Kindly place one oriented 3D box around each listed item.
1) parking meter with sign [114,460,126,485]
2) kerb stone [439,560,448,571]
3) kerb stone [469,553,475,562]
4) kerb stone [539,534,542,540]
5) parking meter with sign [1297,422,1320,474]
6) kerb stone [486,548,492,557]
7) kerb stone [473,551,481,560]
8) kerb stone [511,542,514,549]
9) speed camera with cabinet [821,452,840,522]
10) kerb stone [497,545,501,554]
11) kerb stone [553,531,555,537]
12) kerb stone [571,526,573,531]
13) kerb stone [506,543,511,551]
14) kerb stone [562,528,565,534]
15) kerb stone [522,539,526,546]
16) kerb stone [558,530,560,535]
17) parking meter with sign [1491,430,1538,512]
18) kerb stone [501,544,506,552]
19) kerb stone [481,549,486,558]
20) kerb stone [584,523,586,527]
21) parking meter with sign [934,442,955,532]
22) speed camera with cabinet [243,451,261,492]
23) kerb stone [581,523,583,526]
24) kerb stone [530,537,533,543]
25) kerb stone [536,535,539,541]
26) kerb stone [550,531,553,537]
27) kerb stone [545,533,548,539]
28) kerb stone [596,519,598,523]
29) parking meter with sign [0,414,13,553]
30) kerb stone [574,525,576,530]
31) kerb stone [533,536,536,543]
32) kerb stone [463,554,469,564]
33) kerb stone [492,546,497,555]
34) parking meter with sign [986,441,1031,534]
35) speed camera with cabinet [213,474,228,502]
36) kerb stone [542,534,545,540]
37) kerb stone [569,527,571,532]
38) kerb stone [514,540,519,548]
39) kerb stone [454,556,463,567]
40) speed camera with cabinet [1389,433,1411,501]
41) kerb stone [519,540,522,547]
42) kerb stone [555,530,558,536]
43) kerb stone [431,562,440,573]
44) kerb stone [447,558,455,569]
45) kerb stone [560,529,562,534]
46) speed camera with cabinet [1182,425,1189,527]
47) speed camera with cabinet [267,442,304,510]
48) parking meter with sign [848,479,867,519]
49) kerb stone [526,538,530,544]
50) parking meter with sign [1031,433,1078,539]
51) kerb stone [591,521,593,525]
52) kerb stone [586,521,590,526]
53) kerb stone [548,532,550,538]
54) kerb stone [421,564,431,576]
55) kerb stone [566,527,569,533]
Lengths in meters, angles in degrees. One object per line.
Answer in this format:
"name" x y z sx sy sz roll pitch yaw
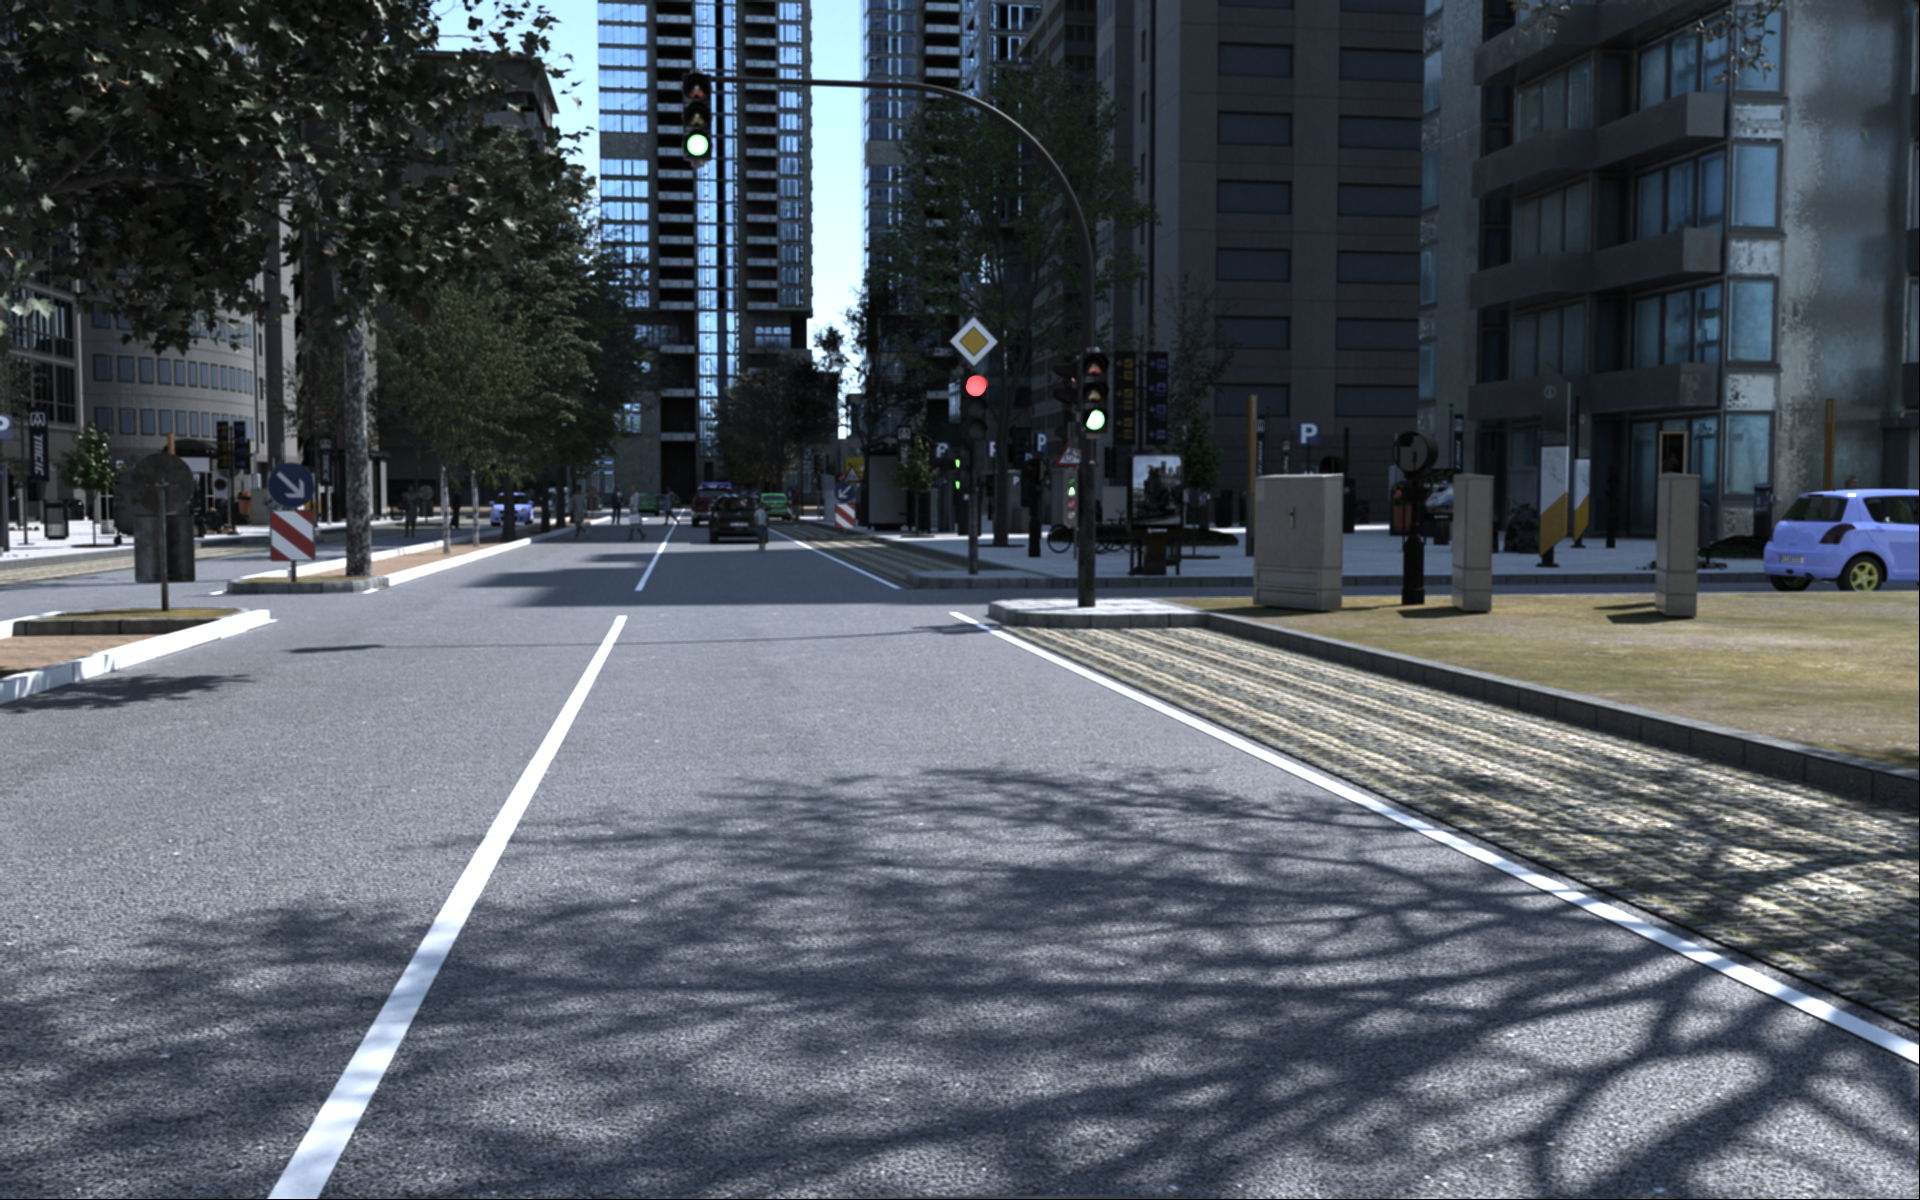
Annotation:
"parking meter with sign" -42.455 -5.623 88.202 0.543 3.016 1.738 -3 5 -44
"kerb stone" -9.756 -0.622 32.370 0.120 0.150 1.000 -1 4 -9
"kerb stone" -10.378 -0.861 36.419 0.120 0.150 1.000 -1 4 -9
"kerb stone" -12.882 -1.856 52.612 0.120 0.150 1.000 -1 4 -9
"parking meter with sign" 8.696 -2.856 42.952 0.543 3.016 1.738 1 4 15
"kerb stone" -10.846 -1.055 39.449 0.120 0.150 1.000 -1 4 -9
"kerb stone" -10.536 -0.932 37.428 0.120 0.150 1.000 -1 4 -9
"kerb stone" -11.632 -1.363 44.513 0.120 0.150 1.000 -1 4 -9
"speed camera with cabinet" -6.017 -5.278 80.635 0.660 3.252 2.038 -1 4 -12
"kerb stone" -11.160 -1.179 41.476 0.120 0.150 1.000 -1 4 -9
"kerb stone" -13.668 -2.171 57.693 0.120 0.150 1.000 -1 4 -9
"kerb stone" -14.915 -2.668 65.811 0.120 0.150 1.000 -1 4 -9
"kerb stone" -11.467 -1.302 43.504 0.120 0.150 1.000 -1 4 -9
"kerb stone" -14.288 -2.413 61.751 0.120 0.150 1.000 -1 4 -9
"kerb stone" -12.097 -1.551 47.548 0.120 0.150 1.000 -1 4 -9
"kerb stone" -13.983 -2.293 59.719 0.120 0.150 1.000 -1 4 -9
"parking meter with sign" 15.358 -3.113 47.151 1.738 3.016 0.543 1 4 17
"kerb stone" -11.318 -1.241 42.493 0.120 0.150 1.000 -1 4 -9
"kerb stone" -10.691 -0.993 38.439 0.120 0.150 1.000 -1 4 -9
"kerb stone" -16.175 -3.164 73.935 0.120 0.150 1.000 -1 4 -9
"parking meter with sign" -0.480 -3.841 59.059 0.543 3.016 1.738 0 4 8
"speed camera with cabinet" -32.298 -5.227 79.796 0.660 3.252 2.038 0 4 3
"kerb stone" -15.861 -3.041 71.912 0.120 0.150 1.000 -1 4 -9
"kerb stone" -12.413 -1.675 49.577 0.120 0.150 1.000 -1 4 -9
"kerb stone" -12.718 -1.798 51.599 0.120 0.150 1.000 -1 4 -9
"kerb stone" -13.518 -2.106 56.677 0.120 0.150 1.000 -1 4 -9
"kerb stone" -13.193 -1.983 54.639 0.120 0.150 1.000 -1 4 -9
"kerb stone" -17.581 -3.723 83.065 0.120 0.150 1.000 -1 4 -9
"parking meter with sign" -21.474 -2.590 38.600 0.543 3.016 1.738 -2 4 -34
"kerb stone" -15.234 -2.791 67.845 0.120 0.150 1.000 -1 4 -9
"kerb stone" -12.575 -1.736 50.587 0.120 0.150 1.000 -1 4 -9
"kerb stone" -10.221 -0.808 35.408 0.120 0.150 1.000 -1 4 -9
"kerb stone" -11.002 -1.117 40.460 0.120 0.150 1.000 -1 4 -9
"parking meter with sign" 1.601 -3.662 56.136 0.543 3.016 1.738 -3 4 -37
"speed camera with cabinet" -35.813 -5.368 82.098 2.038 3.252 0.660 -2 4 -25
"kerb stone" -13.038 -1.921 53.629 0.120 0.150 1.000 -1 4 -9
"kerb stone" -14.763 -2.606 64.796 0.120 0.150 1.000 -1 4 -9
"kerb stone" -11.783 -1.427 45.524 0.120 0.150 1.000 -1 4 -9
"kerb stone" -10.058 -0.746 34.398 0.120 0.150 1.000 -1 4 -9
"speed camera with cabinet" 14.603 -3.770 55.969 0.660 3.252 2.038 -1 4 -14
"kerb stone" -11.942 -1.489 46.536 0.120 0.150 1.000 -1 4 -9
"kerb stone" -13.823 -2.231 58.707 0.120 0.150 1.000 -1 4 -9
"kerb stone" -9.600 -0.560 31.356 0.120 0.150 1.000 -1 4 -9
"kerb stone" -9.907 -0.684 33.384 0.120 0.150 1.000 -1 4 -9
"kerb stone" -14.137 -2.357 60.740 0.120 0.150 1.000 -1 4 -9
"speed camera with cabinet" 6.224 -3.439 50.556 0.660 3.252 2.038 0 4 -3
"speed camera with cabinet" -26.068 -4.442 66.963 0.660 3.252 2.038 0 4 2
"parking meter with sign" -5.004 -5.617 88.100 0.543 3.016 1.738 2 4 34
"kerb stone" -12.252 -1.612 48.568 0.120 0.150 1.000 -1 4 -9
"parking meter with sign" 2.957 -3.220 48.914 1.738 3.016 0.543 3 4 37
"kerb stone" -16.961 -3.472 79.004 0.120 0.150 1.000 -1 4 -9
"kerb stone" -16.648 -3.350 76.970 0.120 0.150 1.000 -1 4 -9
"kerb stone" -13.353 -2.047 55.657 0.120 0.150 1.000 -1 4 -9
"kerb stone" -9.440 -0.498 30.334 0.120 0.150 1.000 -1 4 -9
"kerb stone" -14.602 -2.544 63.786 0.120 0.150 1.000 -1 4 -9
